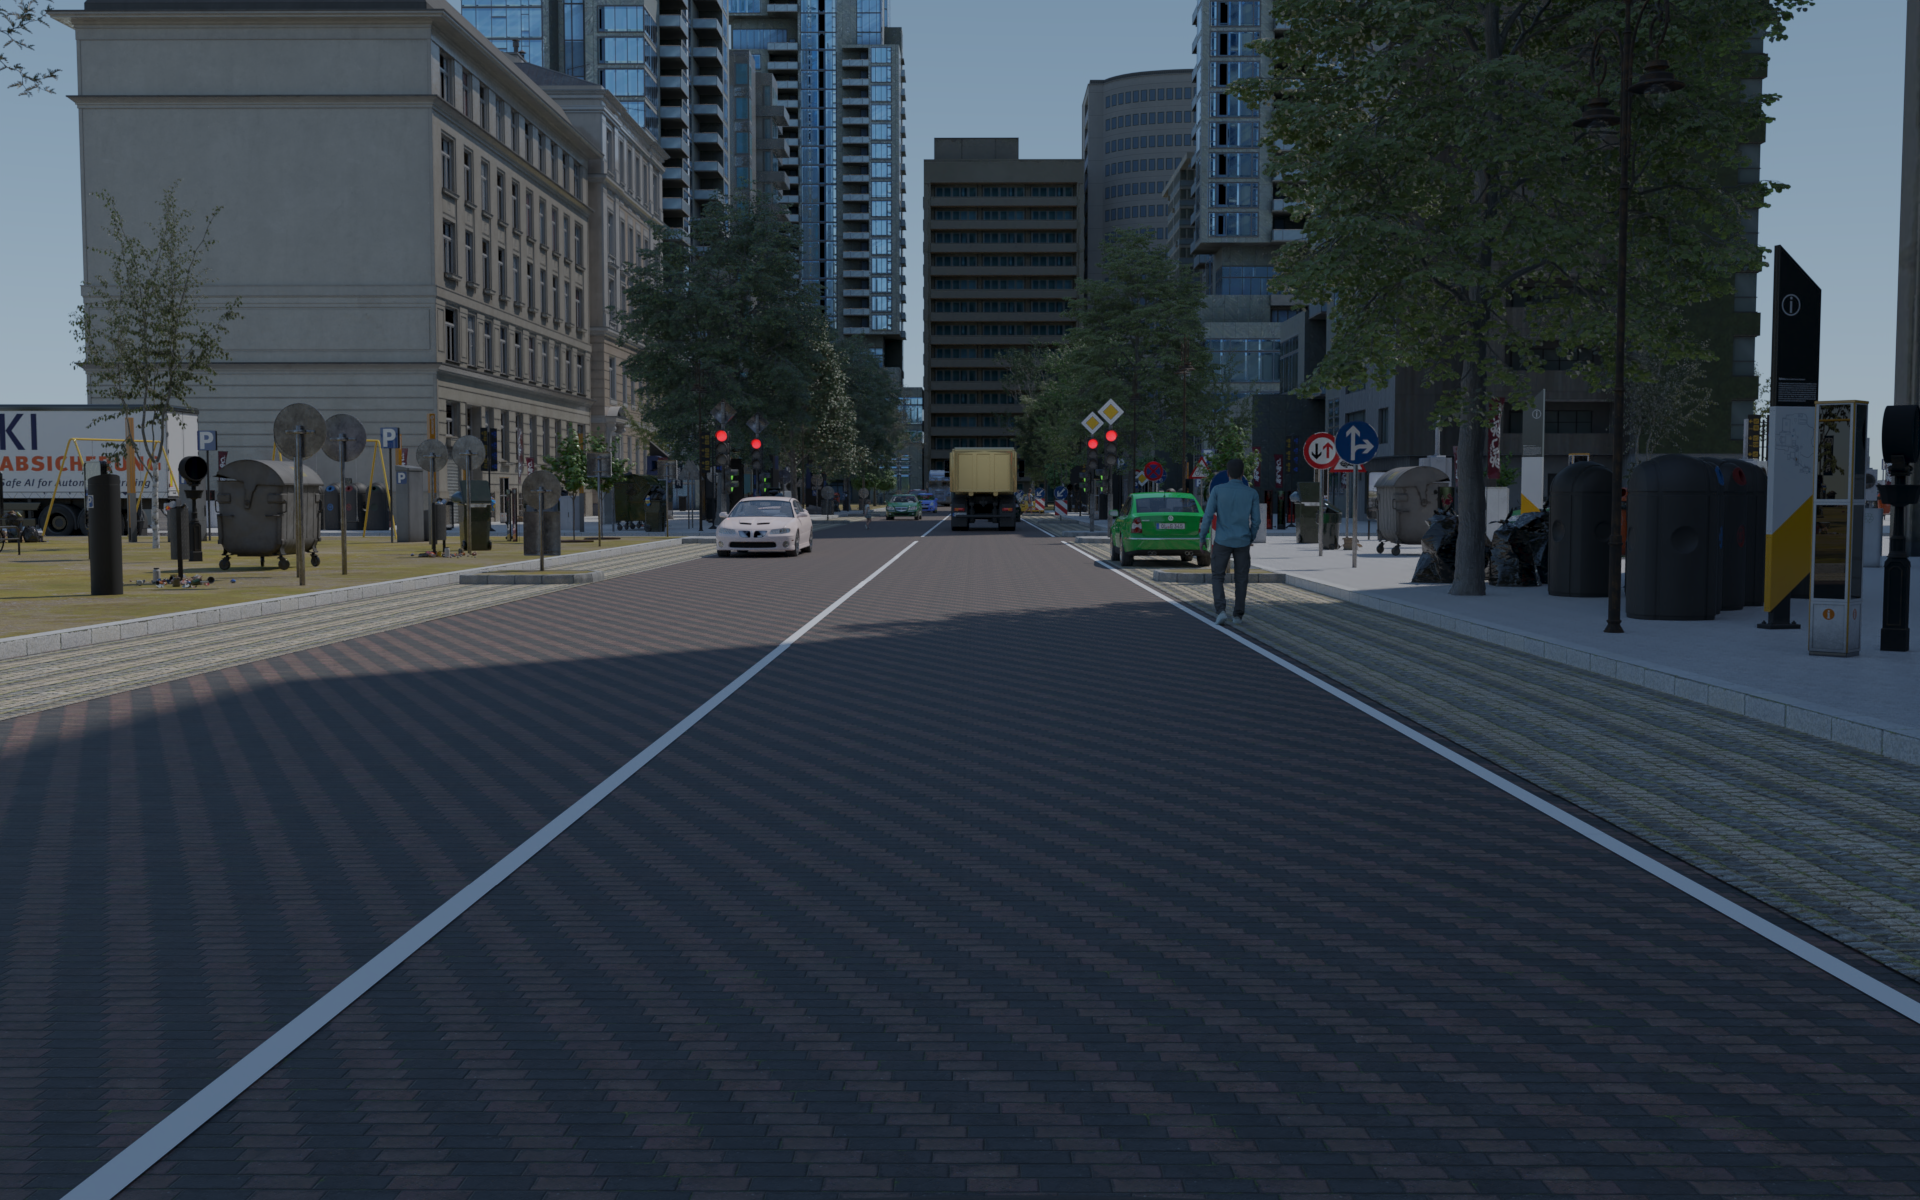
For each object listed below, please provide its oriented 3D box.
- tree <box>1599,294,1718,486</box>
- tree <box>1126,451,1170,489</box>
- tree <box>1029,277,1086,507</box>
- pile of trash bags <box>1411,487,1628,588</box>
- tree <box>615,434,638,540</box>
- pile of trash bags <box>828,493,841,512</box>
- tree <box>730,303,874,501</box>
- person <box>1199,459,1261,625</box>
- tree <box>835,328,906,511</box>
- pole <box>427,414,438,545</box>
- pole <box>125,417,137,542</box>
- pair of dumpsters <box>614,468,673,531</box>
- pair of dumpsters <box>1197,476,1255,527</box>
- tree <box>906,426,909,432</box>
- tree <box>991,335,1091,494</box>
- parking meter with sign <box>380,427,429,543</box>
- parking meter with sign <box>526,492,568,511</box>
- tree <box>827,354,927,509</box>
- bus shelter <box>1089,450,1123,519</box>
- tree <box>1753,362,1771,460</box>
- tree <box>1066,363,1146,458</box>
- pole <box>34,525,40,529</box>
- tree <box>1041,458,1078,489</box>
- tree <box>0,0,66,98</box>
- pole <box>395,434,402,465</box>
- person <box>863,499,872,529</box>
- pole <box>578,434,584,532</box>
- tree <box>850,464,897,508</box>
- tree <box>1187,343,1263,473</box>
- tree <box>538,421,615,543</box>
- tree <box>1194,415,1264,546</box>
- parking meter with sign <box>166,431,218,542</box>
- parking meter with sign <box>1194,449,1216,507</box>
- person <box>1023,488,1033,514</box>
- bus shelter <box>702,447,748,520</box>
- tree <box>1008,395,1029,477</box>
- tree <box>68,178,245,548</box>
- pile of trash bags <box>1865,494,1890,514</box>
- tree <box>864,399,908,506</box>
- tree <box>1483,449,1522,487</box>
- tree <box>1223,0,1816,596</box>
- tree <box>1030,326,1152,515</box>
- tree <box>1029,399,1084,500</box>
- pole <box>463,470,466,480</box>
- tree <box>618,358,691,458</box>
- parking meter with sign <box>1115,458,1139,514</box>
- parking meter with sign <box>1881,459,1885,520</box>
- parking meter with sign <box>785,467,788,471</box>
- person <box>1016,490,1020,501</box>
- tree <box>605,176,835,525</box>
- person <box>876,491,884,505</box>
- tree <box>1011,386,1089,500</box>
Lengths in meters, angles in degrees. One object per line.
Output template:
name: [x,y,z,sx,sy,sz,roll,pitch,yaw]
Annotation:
tree: [25.855,-7.010,64.969,4.360,8.622,3.978,0,3,0]
tree: [14.151,-8.958,130.171,4.285,4.588,4.351,0,3,0]
tree: [7.658,-9.498,73.412,7.486,12.596,7.792,0,3,0]
pile of trash bags: [8.101,-0.908,24.591,1.912,1.369,3.447,-3,4,-39]
tree: [-10.232,-3.325,48.965,1.663,3.219,1.824,0,3,0]
pile of trash bags: [-9.431,-7.023,124.574,1.912,1.369,3.447,1,4,18]
tree: [-9.812,-11.246,100.876,9.611,12.733,9.660,0,3,0]
person: [2.966,-0.641,18.995,0.660,1.820,0.620,0,4,1]
tree: [-9.457,-12.902,117.597,9.857,13.997,8.962,0,3,0]
pole: [-13.404,-3.066,43.973,0.158,3.312,0.155,0,3,0]
pole: [-22.094,-3.200,46.163,0.158,3.312,0.155,0,3,0]
pair of dumpsters: [-11.467,-3.667,62.453,1.574,2.255,4.437,0,4,0]
pair of dumpsters: [9.699,-3.710,63.153,1.574,2.255,4.437,0,4,1]
tree: [-8.870,-13.902,133.960,9.857,13.997,8.962,0,3,0]
tree: [9.634,-21.322,204.508,12.611,20.169,13.585,0,3,0]
parking meter with sign: [-14.629,-3.049,46.114,0.543,3.016,1.738,1,4,19]
parking meter with sign: [-16.413,-4.446,68.954,1.738,3.016,0.543,1,4,10]
tree: [-8.449,-14.699,150.694,12.009,13.543,11.850,0,3,0]
bus shelter: [7.401,-6.026,89.802,1.731,3.624,6.357,0,4,1]
tree: [34.523,-7.767,77.353,4.737,8.622,4.395,0,3,0]
tree: [8.035,-8.877,95.499,4.360,8.622,3.978,0,3,0]
pole: [-33.760,-4.244,63.239,0.158,3.312,0.155,0,3,0]
tree: [8.195,-9.537,139.640,4.285,4.588,4.351,0,3,0]
tree: [-9.346,-6.149,10.912,12.009,13.543,11.850,0,3,0]
pole: [-19.154,-3.994,59.146,0.158,3.312,0.155,0,3,0]
person: [-3.814,-3.483,70.460,0.382,1.210,0.505,-2,4,-29]
pole: [-12.764,-3.948,58.390,0.158,3.312,0.155,0,3,0]
tree: [-8.937,-10.896,161.866,4.285,4.588,4.351,0,3,0]
tree: [12.751,-8.255,85.330,4.737,8.622,4.395,0,3,0]
tree: [-10.409,-3.145,46.027,1.663,3.219,1.824,0,3,0]
tree: [6.593,-2.940,42.673,1.663,3.219,1.824,0,3,0]
parking meter with sign: [-20.748,-3.088,46.743,0.543,3.016,1.738,0,4,8]
parking meter with sign: [9.279,-4.300,66.572,0.543,3.016,1.738,2,4,26]
person: [4.594,-6.514,115.092,0.778,1.811,0.616,1,4,10]
bus shelter: [-11.808,-5.887,87.529,1.731,3.624,6.357,0,4,1]
tree: [8.704,-15.631,173.699,7.486,12.596,7.792,0,3,0]
tree: [-19.067,-5.536,40.868,4.360,8.622,3.978,0,3,0]
pile of trash bags: [36.890,-3.747,71.009,3.447,1.369,1.912,-2,4,-24]
tree: [-9.001,-15.488,178.986,9.928,11.665,9.643,0,3,0]
tree: [20.364,-4.367,66.008,1.663,3.219,1.824,0,3,0]
tree: [6.807,-6.349,21.933,7.486,12.596,7.792,0,3,0]
tree: [8.154,-11.041,106.272,9.928,11.665,9.643,0,3,0]
tree: [7.369,-10.785,126.698,4.737,8.622,4.395,0,3,0]
pole: [-19.424,-4.538,68.037,0.158,3.312,0.155,0,3,0]
tree: [-15.752,-8.673,92.163,4.737,8.622,4.395,0,3,0]
parking meter with sign: [8.206,-5.316,83.177,0.543,3.016,1.738,-2,4,-33]
parking meter with sign: [46.394,-5.457,85.481,1.738,3.016,0.543,-1,4,-12]
parking meter with sign: [-10.927,-6.907,109.196,0.543,3.016,1.738,1,4,8]
person: [4.534,-7.639,133.743,0.624,1.780,0.694,0,4,4]
tree: [-9.821,-10.058,71.109,9.857,13.997,8.962,0,3,0]
person: [-9.787,-12.598,214.553,1.350,1.814,0.705,1,4,15]
tree: [8.280,-13.177,149.861,7.601,10.594,8.767,1,4,23]
